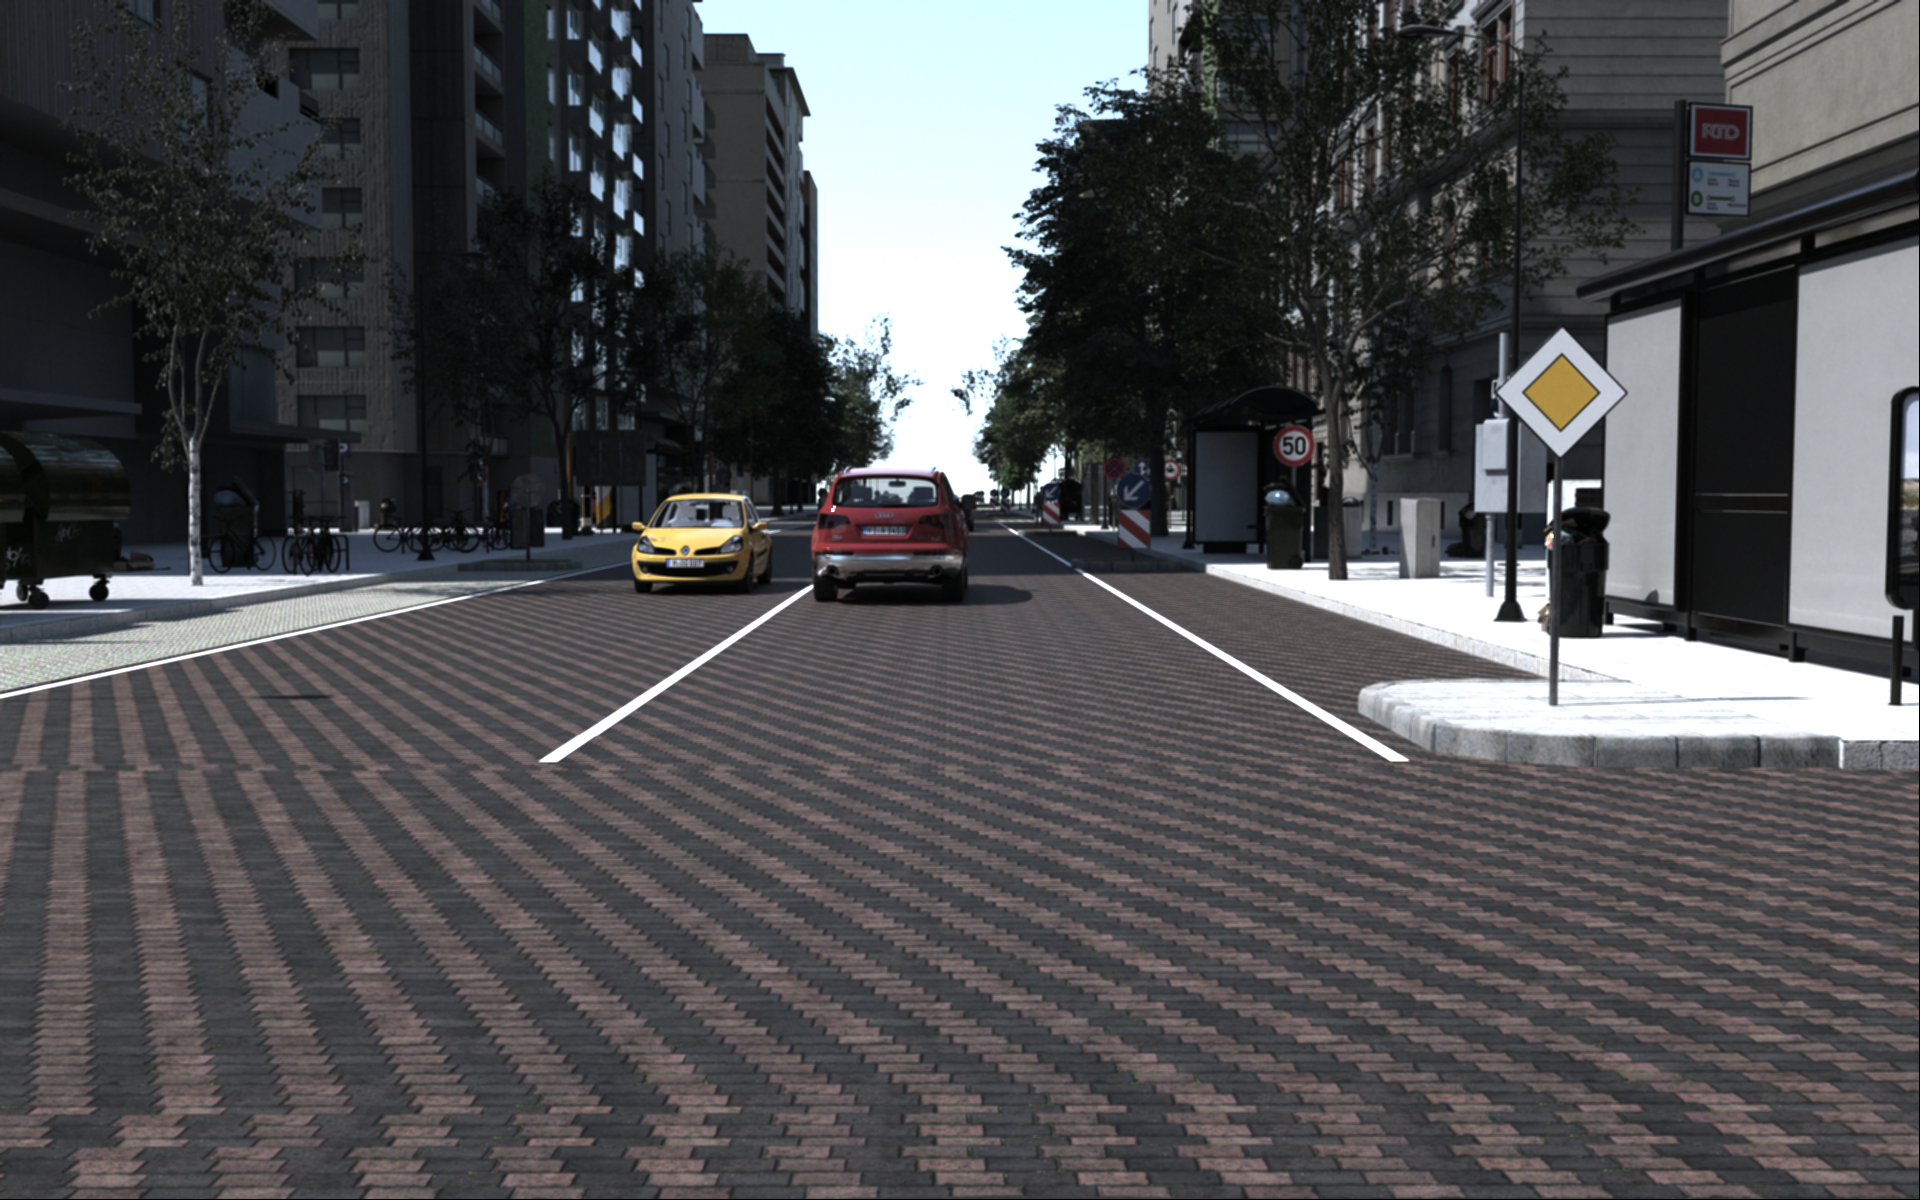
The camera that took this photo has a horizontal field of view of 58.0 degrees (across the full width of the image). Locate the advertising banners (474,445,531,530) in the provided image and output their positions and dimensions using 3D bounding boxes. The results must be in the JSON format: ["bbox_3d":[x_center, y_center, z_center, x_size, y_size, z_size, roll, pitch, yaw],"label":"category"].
[{"bbox_3d":[-16.377,-4.036,62.176,2.074,3.025,0.090,0,4,-5],"label":"advertising banners"}]

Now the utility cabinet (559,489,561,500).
[{"bbox_3d":[-19.292,-4.559,83.215,1.173,1.500,0.318,0,4,3],"label":"utility cabinet"}]

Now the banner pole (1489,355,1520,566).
[{"bbox_3d":[9.803,-2.524,31.289,0.401,3.779,0.863,-1,4,-20],"label":"banner pole"}]

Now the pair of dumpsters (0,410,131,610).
[{"bbox_3d":[-10.686,-0.987,18.628,1.574,2.255,4.437,0,4,0],"label":"pair of dumpsters"}]

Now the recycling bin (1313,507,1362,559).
[{"bbox_3d":[7.521,-1.342,34.494,0.722,1.027,0.722,-1,4,-18],"label":"recycling bin"}]

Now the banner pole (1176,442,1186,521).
[{"bbox_3d":[10.580,-5.685,82.960,0.401,3.779,0.863,-2,4,-28],"label":"banner pole"}]

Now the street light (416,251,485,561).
[{"bbox_3d":[-9.774,-3.714,33.266,1.470,5.913,1.316,0,4,0],"label":"street light"}]

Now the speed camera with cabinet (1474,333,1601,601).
[{"bbox_3d":[7.229,-1.625,20.904,0.660,3.252,2.038,-2,4,-35],"label":"speed camera with cabinet"}]

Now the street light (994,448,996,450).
[{"bbox_3d":[4.186,-12.461,176.270,1.470,5.913,1.316,0,4,0],"label":"street light"}]

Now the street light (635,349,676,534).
[{"bbox_3d":[-9.751,-5.086,55.700,1.470,5.913,1.316,0,4,0],"label":"street light"}]

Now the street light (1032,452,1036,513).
[{"bbox_3d":[4.623,-7.440,94.189,1.470,5.913,1.316,0,4,0],"label":"street light"}]

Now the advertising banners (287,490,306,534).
[{"bbox_3d":[-21.440,-3.585,54.806,0.090,3.025,2.074,1,4,17],"label":"advertising banners"}]

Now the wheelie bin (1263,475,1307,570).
[{"bbox_3d":[5.525,-1.324,29.563,0.693,1.594,0.980,0,4,3],"label":"wheelie bin"}]

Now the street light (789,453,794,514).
[{"bbox_3d":[-10.190,-8.418,110.181,1.470,5.913,1.316,0,4,0],"label":"street light"}]

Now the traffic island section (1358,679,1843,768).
[{"bbox_3d":[3.617,0.720,10.512,2.009,0.180,2.903,0,4,0],"label":"traffic island section"}]

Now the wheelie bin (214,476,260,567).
[{"bbox_3d":[-12.741,-1.383,30.525,0.693,1.594,0.980,-1,4,-16],"label":"wheelie bin"}]

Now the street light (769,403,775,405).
[{"bbox_3d":[-10.023,-7.046,87.749,1.470,5.913,1.316,0,4,0],"label":"street light"}]

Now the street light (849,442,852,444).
[{"bbox_3d":[-10.373,-11.213,155.874,1.470,5.913,1.316,0,4,0],"label":"street light"}]

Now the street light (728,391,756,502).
[{"bbox_3d":[-9.896,-6.458,78.132,1.470,5.913,1.316,0,4,0],"label":"street light"}]

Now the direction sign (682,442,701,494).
[{"bbox_3d":[-11.644,-5.103,75.438,0.876,3.537,0.379,-1,4,-9],"label":"direction sign"}]

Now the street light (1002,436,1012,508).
[{"bbox_3d":[4.320,-10.195,139.229,1.470,5.913,1.316,0,4,0],"label":"street light"}]

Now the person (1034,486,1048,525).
[{"bbox_3d":[3.775,-4.421,80.885,0.635,1.810,0.391,-1,4,-13],"label":"person"}]

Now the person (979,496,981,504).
[{"bbox_3d":[2.603,-13.490,232.277,0.599,1.433,0.991,1,4,20],"label":"person"}]

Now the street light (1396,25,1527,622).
[{"bbox_3d":[5.023,-2.740,17.335,1.470,5.913,1.316,0,4,0],"label":"street light"}]

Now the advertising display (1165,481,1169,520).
[{"bbox_3d":[10.035,-4.869,84.827,0.123,1.923,0.974,3,4,37],"label":"advertising display"}]

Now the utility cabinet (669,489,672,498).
[{"bbox_3d":[-12.875,-4.356,79.898,1.173,1.500,0.318,2,4,30],"label":"utility cabinet"}]

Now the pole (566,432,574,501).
[{"bbox_3d":[-12.882,-3.876,57.223,0.158,3.312,0.155,0,3,0],"label":"pole"}]

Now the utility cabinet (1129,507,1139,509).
[{"bbox_3d":[6.152,-2.862,57.962,1.020,1.237,0.306,-2,4,-28],"label":"utility cabinet"}]

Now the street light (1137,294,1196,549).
[{"bbox_3d":[4.800,-4.144,40.288,1.470,5.913,1.316,0,4,0],"label":"street light"}]

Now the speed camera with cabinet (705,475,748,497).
[{"bbox_3d":[-11.387,-5.511,84.442,2.038,3.252,0.660,0,4,4],"label":"speed camera with cabinet"}]

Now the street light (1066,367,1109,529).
[{"bbox_3d":[4.724,-5.516,62.720,1.470,5.913,1.316,0,4,0],"label":"street light"}]

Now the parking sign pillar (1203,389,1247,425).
[{"bbox_3d":[6.878,-3.476,45.298,1.447,3.967,1.447,-3,5,-40],"label":"parking sign pillar"}]

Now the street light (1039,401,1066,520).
[{"bbox_3d":[4.714,-6.912,85.552,1.470,5.913,1.316,0,4,0],"label":"street light"}]

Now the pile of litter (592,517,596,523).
[{"bbox_3d":[-15.713,-3.783,75.825,1.719,0.858,1.176,1,4,22],"label":"pile of litter"}]

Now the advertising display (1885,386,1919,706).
[{"bbox_3d":[6.096,-0.315,10.368,0.974,1.923,0.123,1,4,14],"label":"advertising display"}]

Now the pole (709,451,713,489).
[{"bbox_3d":[-11.833,-5.413,82.339,0.158,3.312,0.155,0,3,0],"label":"pole"}]

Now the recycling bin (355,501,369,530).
[{"bbox_3d":[-21.896,-3.069,62.728,0.722,1.027,0.722,1,4,10],"label":"recycling bin"}]

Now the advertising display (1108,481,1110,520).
[{"bbox_3d":[7.720,-4.864,84.743,0.974,1.923,0.123,0,4,1],"label":"advertising display"}]

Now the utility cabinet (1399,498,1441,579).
[{"bbox_3d":[7.081,-0.945,26.616,0.306,1.237,1.020,2,4,35],"label":"utility cabinet"}]

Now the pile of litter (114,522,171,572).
[{"bbox_3d":[-13.989,-0.909,28.829,1.719,0.858,1.176,-3,5,-43],"label":"pile of litter"}]

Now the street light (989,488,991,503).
[{"bbox_3d":[3.942,-13.832,198.701,1.470,5.913,1.316,0,4,0],"label":"street light"}]

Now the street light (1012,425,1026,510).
[{"bbox_3d":[4.449,-8.823,116.797,1.470,5.913,1.316,0,4,0],"label":"street light"}]

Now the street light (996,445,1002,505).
[{"bbox_3d":[4.328,-11.594,162.108,1.470,5.913,1.316,0,4,0],"label":"street light"}]

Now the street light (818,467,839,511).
[{"bbox_3d":[-10.242,-9.841,133.442,1.470,5.913,1.316,0,4,0],"label":"street light"}]

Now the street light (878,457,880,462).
[{"bbox_3d":[-10.632,-14.854,215.400,1.470,5.913,1.316,0,4,0],"label":"street light"}]

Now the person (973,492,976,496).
[{"bbox_3d":[1.951,-13.495,229.958,1.217,1.723,0.721,1,4,17],"label":"person"}]
